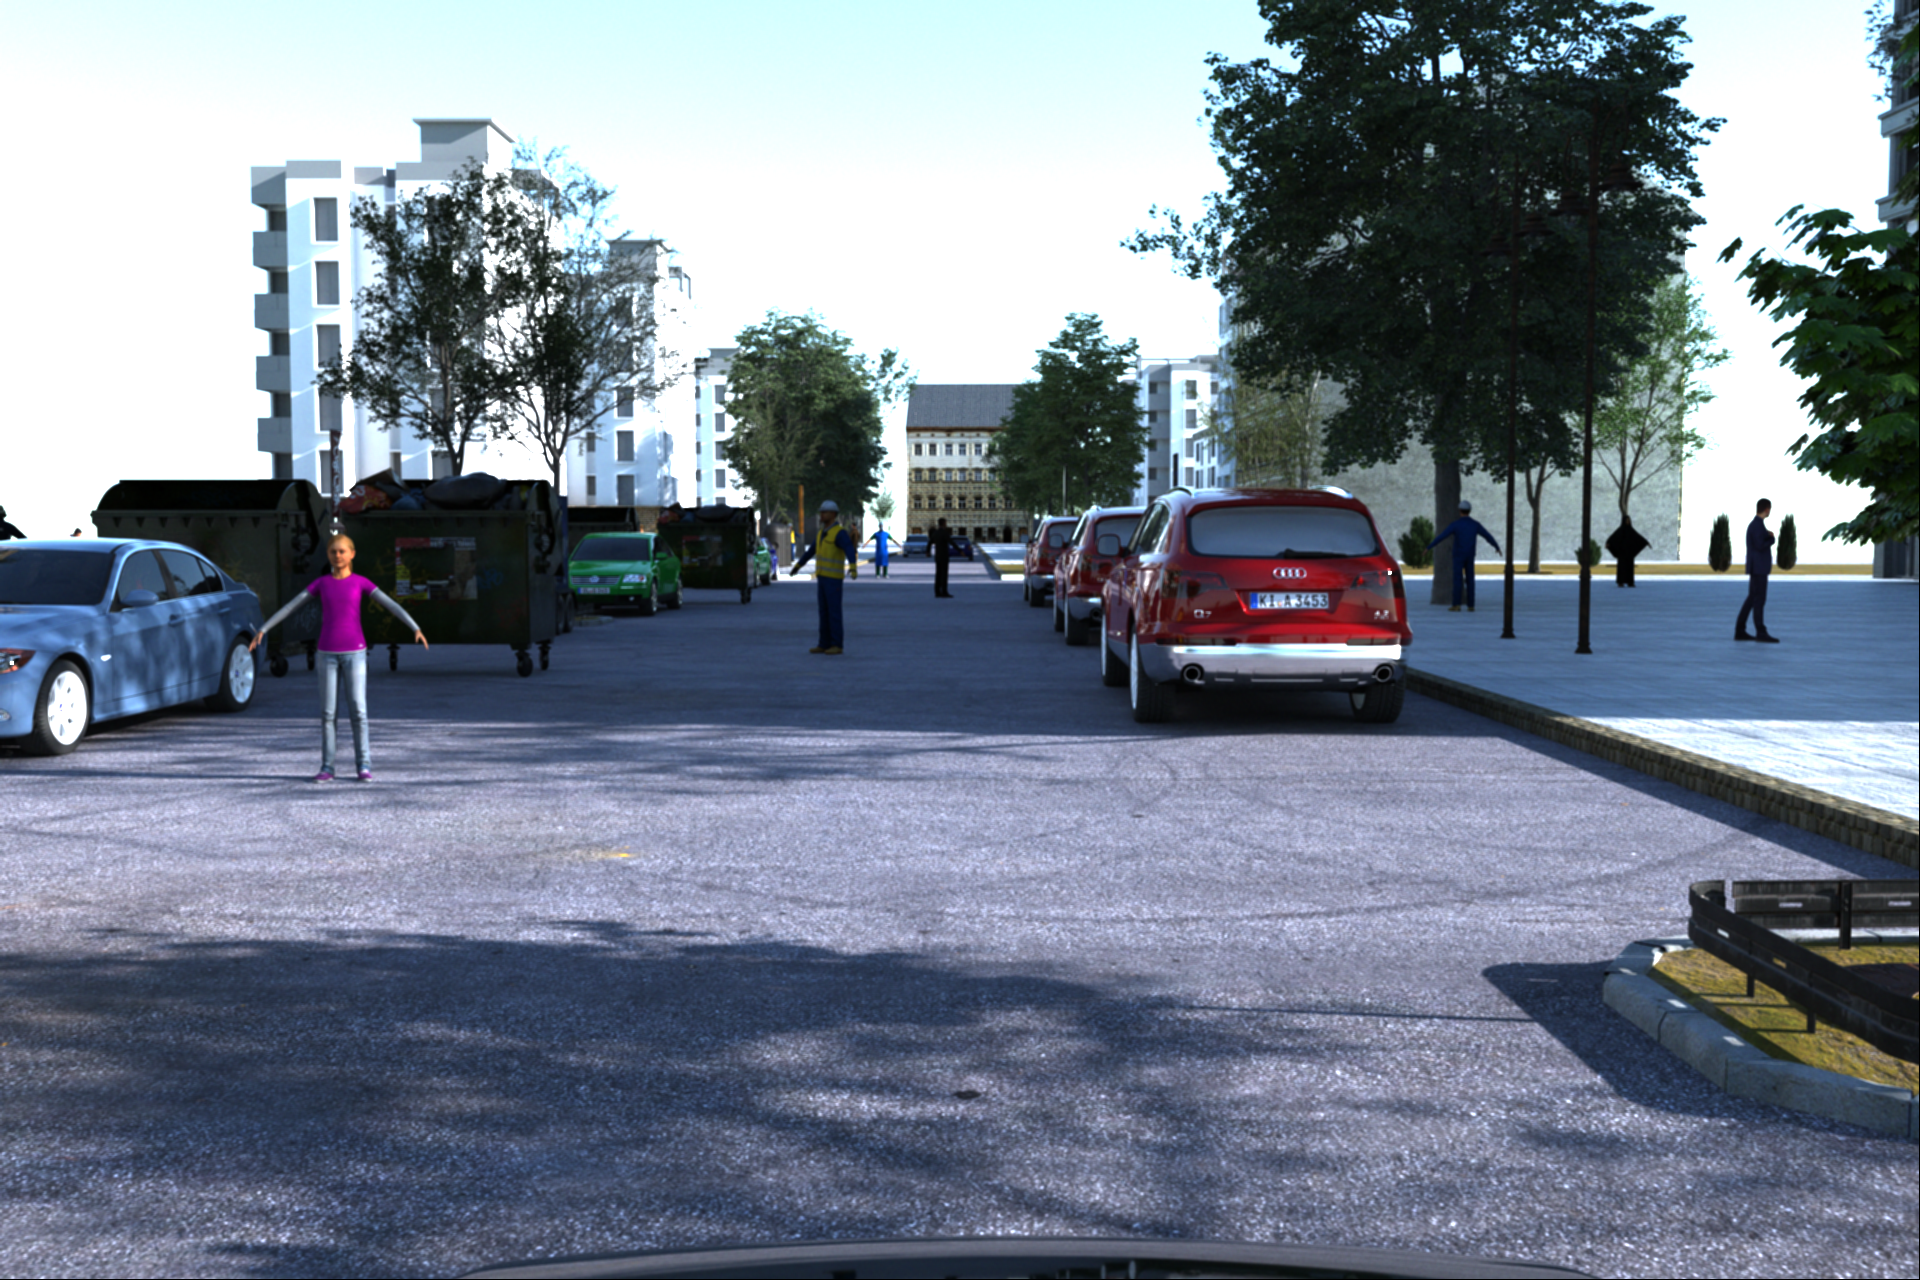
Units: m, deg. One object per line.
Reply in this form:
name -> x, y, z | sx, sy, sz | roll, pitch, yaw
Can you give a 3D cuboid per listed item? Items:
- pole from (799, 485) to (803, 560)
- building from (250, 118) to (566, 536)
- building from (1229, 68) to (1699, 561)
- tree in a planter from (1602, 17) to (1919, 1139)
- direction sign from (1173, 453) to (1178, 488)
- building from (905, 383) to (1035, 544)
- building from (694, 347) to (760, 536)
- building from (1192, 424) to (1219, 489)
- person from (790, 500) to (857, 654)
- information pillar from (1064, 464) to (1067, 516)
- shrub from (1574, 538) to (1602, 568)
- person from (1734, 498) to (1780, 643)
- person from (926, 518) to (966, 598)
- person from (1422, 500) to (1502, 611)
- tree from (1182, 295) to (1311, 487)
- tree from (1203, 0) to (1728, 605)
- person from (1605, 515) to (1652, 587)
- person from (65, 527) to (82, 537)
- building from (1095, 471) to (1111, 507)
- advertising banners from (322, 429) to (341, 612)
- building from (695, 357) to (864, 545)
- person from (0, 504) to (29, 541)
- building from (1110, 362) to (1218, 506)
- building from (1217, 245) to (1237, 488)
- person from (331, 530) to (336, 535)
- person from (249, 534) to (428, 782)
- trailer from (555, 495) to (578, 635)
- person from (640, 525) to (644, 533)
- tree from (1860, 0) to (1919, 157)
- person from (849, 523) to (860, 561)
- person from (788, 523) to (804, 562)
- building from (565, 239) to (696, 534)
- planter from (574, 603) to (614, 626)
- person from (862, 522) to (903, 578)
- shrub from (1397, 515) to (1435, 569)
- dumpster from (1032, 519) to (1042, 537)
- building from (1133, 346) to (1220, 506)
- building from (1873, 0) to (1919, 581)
pole -> -6.628, -4.796, 72.265 | 0.158, 3.312, 0.155 | 0, 3, 0
building -> -26.208, -13.687, 80.196 | 16.016, 20.090, 11.380 | 0, 3, 0
building -> 25.214, -15.916, 91.151 | 19.493, 23.208, 18.063 | 0, 4, 0
tree in a planter -> 2.961, -0.465, 4.825 | 1.991, 3.239, 1.994 | 0, 4, 0
direction sign -> 6.074, -3.480, 48.898 | 0.379, 3.537, 0.876 | 0, 3, 0
building -> 1.761, -25.550, 251.131 | 18.063, 23.208, 19.493 | 0, 4, 2
building -> -27.062, -19.579, 176.535 | 16.016, 20.090, 11.380 | 0, 4, 1
building -> 24.071, -11.591, 131.666 | 9.099, 9.664, 28.070 | 0, 4, 0
person -> -1.586, -0.754, 20.757 | 0.705, 1.833, 1.349 | -3, 4, -38
information pillar -> 3.563, -4.110, 58.546 | 0.183, 3.616, 0.504 | 0, 4, -1
shrub -> 23.937, -3.355, 65.964 | 1.383, 1.207, 1.383 | 0, 3, 0
person -> 9.520, -0.837, 20.644 | 0.530, 1.710, 0.541 | 2, 4, 31
person -> -0.382, -1.863, 39.149 | 0.704, 1.802, 1.346 | -3, 5, -40
person -> 8.374, -1.402, 28.799 | 1.347, 1.842, 0.705 | 0, 4, -3
tree -> 9.029, -6.298, 53.337 | 4.360, 8.622, 3.978 | 0, 3, 0
tree -> 8.947, -7.620, 31.242 | 9.857, 13.997, 8.962 | 0, 3, 0
person -> 16.202, -2.155, 42.020 | 1.214, 1.737, 0.721 | -1, 4, -9
person -> -21.002, -1.935, 40.874 | 0.799, 1.438, 0.628 | -1, 4, -9
building -> 23.162, -17.559, 229.233 | 9.099, 9.664, 28.070 | 0, 4, 1
advertising banners -> -10.464, -1.969, 28.376 | 0.090, 3.025, 2.074 | 0, 4, 0
building -> -26.991, -22.784, 216.497 | 27.936, 21.610, 32.646 | 0, 4, 0
person -> -18.276, -1.658, 32.983 | 1.351, 1.845, 0.704 | -1, 4, -21
building -> 22.416, -20.942, 198.828 | 16.016, 20.090, 11.380 | 0, 4, 0
building -> 22.221, -15.751, 113.940 | 16.016, 20.090, 11.380 | 0, 4, 0
person -> -22.587, -3.383, 61.504 | 1.347, 1.806, 0.705 | -2, 4, -28
person -> -3.581, 0.105, 10.008 | 0.991, 1.433, 0.599 | -1, 4, -9
trailer -> -6.365, -1.043, 24.103 | 1.471, 1.999, 3.904 | 0, 3, 0
person -> -15.541, -4.716, 83.912 | 0.721, 1.733, 1.217 | 0, 4, -3
tree -> 9.233, -6.180, 11.409 | 12.009, 13.543, 11.850 | 0, 3, 0
person -> -5.025, -4.628, 81.810 | 0.704, 1.812, 1.346 | 2, 4, 26
person -> -7.772, -4.467, 79.492 | 1.216, 1.772, 0.721 | -1, 4, -23
building -> -24.248, -15.653, 112.352 | 16.016, 20.090, 11.380 | 0, 4, 1
planter -> -6.630, -0.401, 27.697 | 1.991, 0.319, 1.994 | 0, 4, 0
person -> -2.547, -2.923, 56.373 | 1.347, 1.817, 0.704 | -1, 4, -12
shrub -> 16.970, -3.637, 63.885 | 1.690, 2.028, 1.600 | 0, 3, 0
dumpster -> 2.915, -2.460, 48.441 | 1.865, 1.857, 1.264 | 0, 3, 0
building -> 23.474, -19.939, 182.424 | 16.016, 20.090, 11.380 | 0, 4, 0
building -> 28.304, -11.683, 37.700 | 8.464, 21.280, 15.925 | 0, 4, 1
